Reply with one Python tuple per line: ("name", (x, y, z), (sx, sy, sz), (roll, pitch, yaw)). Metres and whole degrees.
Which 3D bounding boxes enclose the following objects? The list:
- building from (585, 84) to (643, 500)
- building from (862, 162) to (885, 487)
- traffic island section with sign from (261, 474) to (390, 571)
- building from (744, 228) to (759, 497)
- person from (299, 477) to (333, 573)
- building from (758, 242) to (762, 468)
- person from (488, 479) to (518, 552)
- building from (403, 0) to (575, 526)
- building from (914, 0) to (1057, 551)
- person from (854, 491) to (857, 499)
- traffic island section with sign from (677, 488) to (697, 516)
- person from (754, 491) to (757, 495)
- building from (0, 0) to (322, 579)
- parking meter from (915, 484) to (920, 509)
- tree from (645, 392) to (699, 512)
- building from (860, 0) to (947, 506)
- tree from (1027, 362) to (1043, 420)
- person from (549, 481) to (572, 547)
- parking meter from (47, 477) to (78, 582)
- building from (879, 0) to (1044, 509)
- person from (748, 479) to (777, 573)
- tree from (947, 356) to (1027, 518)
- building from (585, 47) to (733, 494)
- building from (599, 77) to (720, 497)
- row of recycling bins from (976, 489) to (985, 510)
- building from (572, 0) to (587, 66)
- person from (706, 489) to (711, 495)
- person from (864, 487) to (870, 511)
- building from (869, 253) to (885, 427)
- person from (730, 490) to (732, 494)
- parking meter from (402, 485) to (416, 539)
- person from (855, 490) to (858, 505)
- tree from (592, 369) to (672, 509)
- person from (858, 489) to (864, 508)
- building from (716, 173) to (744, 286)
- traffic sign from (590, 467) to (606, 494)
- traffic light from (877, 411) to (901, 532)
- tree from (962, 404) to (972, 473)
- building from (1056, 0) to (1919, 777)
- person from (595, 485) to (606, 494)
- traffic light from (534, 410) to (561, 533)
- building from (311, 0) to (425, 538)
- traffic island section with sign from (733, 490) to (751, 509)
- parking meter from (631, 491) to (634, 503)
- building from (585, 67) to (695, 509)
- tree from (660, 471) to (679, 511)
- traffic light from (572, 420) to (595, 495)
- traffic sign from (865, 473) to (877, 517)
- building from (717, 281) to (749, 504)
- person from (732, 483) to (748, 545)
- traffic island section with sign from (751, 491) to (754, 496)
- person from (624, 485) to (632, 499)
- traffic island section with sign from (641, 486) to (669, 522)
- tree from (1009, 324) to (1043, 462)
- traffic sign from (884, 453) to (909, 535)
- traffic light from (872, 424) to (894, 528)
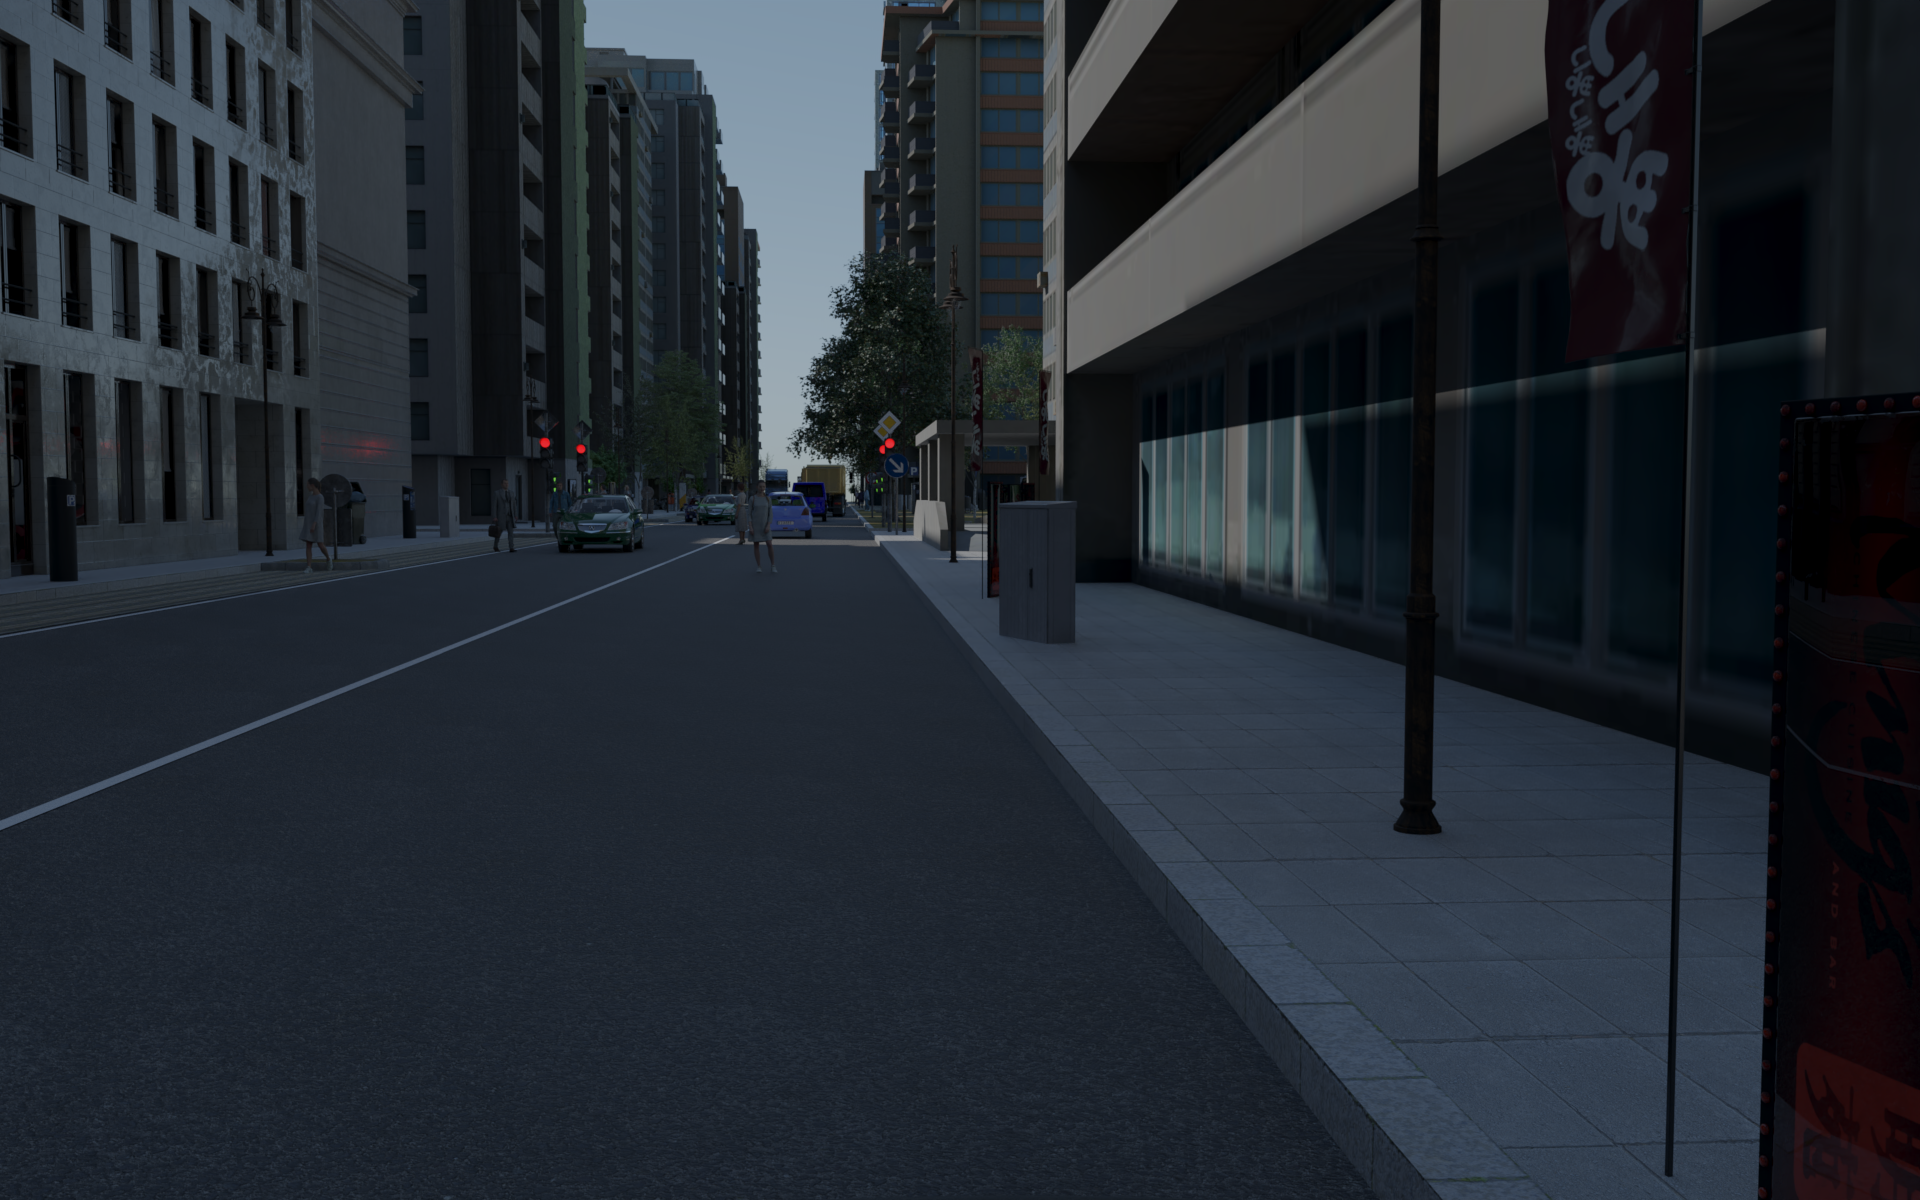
("building", (-30.448, -21.444, 122.308), (14.160, 30.474, 14.107), (0, 4, -4))
("building", (-6.028, -35.707, 233.921), (14.600, 45.320, 14.200), (0, 4, -4))
("traffic island section with sign", (-12.057, -1.498, 33.124), (1.989, 1.847, 2.006), (0, 4, -4))
("building", (-37.475, -35.194, 259.018), (14.154, 41.232, 14.086), (0, 4, -4))
("person", (-11.707, -1.358, 31.448), (0.466, 1.731, 0.760), (1, 4, 9))
("building", (-43.551, -38.272, 280.365), (22.147, 44.769, 28.867), (0, 4, -4))
("person", (-11.190, -2.076, 42.549), (0.694, 1.812, 0.767), (-3, 5, -41))
("building", (-24.712, -18.553, 75.038), (14.160, 30.474, 14.107), (0, 4, -4))
("building", (15.143, -21.648, 45.832), (32.217, 40.220, 23.993), (0, 4, -4))
("person", (-15.828, -15.774, 263.575), (0.705, 1.869, 1.348), (-2, 4, -33))
("traffic island section with sign", (-17.761, -6.510, 115.072), (1.989, 1.847, 2.006), (0, 4, -4))
("person", (-28.676, -14.537, 244.410), (1.217, 1.739, 0.721), (0, 4, -4))
("building", (-20.135, -10.898, 32.936), (10.420, 20.320, 16.860), (0, 4, -4))
("parking meter", (-2.256, -5.505, 95.719), (0.399, 1.863, 0.255), (2, 4, 25))
("tree", (-20.438, -10.630, 124.168), (4.737, 8.622, 4.395), (0, 3, 0))
("building", (-3.570, -57.667, 255.533), (22.319, 86.520, 31.000), (0, 4, -4))
("tree", (5.236, -9.045, 98.251), (4.737, 8.622, 4.395), (0, 3, 0))
("person", (-10.780, -2.320, 46.782), (0.601, 1.785, 0.444), (0, 4, 2))
("parking meter", (-13.191, -1.042, 25.453), (0.372, 1.533, 0.369), (0, 3, 0))
("building", (3.936, -30.714, 156.800), (22.147, 44.769, 28.867), (0, 4, -4))
("person", (-3.628, -1.352, 31.612), (0.512, 1.701, 0.522), (-1, 4, -17))
("tree", (0.686, -8.689, 92.423), (4.737, 8.622, 4.395), (0, 3, 0))
("building", (-38.044, -35.095, 193.418), (23.786, 49.044, 30.456), (0, 4, -4))
("building", (-31.561, -29.855, 171.728), (14.154, 41.232, 14.086), (0, 4, -4))
("row of recycling bins", (0.547, -7.883, 136.001), (3.534, 1.692, 1.069), (-3, 4, -38))
("building", (-29.526, -25.464, 99.935), (14.154, 41.232, 14.086), (0, 4, -4))
("person", (-23.892, -9.713, 165.528), (0.721, 1.739, 1.217), (2, 4, 30))
("person", (-7.002, -7.588, 130.373), (0.793, 1.790, 0.793), (3, 5, 40))
("building", (-3.987, -26.759, 209.203), (14.160, 30.474, 14.107), (0, 4, -4))
("person", (-28.599, -12.840, 216.111), (0.705, 1.807, 1.348), (-1, 4, -19))
("parking meter", (-15.918, -2.547, 50.051), (0.372, 1.533, 0.369), (0, 3, 0))
("person", (-11.618, -11.551, 195.837), (0.436, 1.711, 0.756), (-3, 5, -43))
("tree", (-19.051, -9.242, 101.474), (4.360, 8.622, 3.978), (0, 3, 0))
("person", (-8.997, -9.203, 157.427), (0.541, 1.710, 0.530), (0, 4, -5))
("building", (-37.739, -36.368, 244.724), (14.600, 45.320, 14.200), (0, 4, -4))
("traffic sign", (-17.152, -5.016, 82.111), (0.768, 2.556, 0.104), (0, 4, 0))
("traffic light", (-2.394, -4.252, 58.435), (0.839, 4.253, 0.868), (0, 4, -4))
("tree", (0.122, -10.508, 122.161), (4.360, 8.622, 3.978), (0, 3, 0))
("building", (12.773, -23.908, 14.600), (21.300, 48.544, 21.600), (0, 4, -4))
("person", (-18.699, -5.124, 90.186), (0.532, 1.782, 0.716), (-2, 4, -27))
("traffic light", (-13.727, -4.203, 57.633), (0.839, 4.253, 0.868), (0, 4, -4))
("building", (-28.699, -12.635, 48.383), (24.055, 21.916, 13.314), (0, 4, -4))
("traffic island section with sign", (-21.275, -9.598, 165.551), (1.989, 1.847, 2.006), (0, 4, -4))
("parking meter", (-20.428, -6.061, 107.502), (0.372, 1.533, 0.369), (0, 3, 0))
("building", (-39.909, -28.101, 151.332), (32.217, 40.220, 23.993), (0, 4, -4))
("tree", (-21.724, -8.332, 130.832), (1.663, 3.219, 1.824), (0, 3, 0))
("traffic light", (-14.281, -4.690, 65.599), (0.839, 4.253, 0.868), (0, 4, -4))
("traffic sign", (-4.834, -5.814, 95.170), (0.768, 2.556, 0.104), (0, 4, -1))
("building", (-35.784, -28.101, 231.152), (14.160, 30.474, 14.107), (0, 4, -4))
("person", (-6.284, -2.448, 49.098), (0.524, 1.755, 0.480), (1, 4, 15))
("traffic island section with sign", (-23.156, -11.242, 192.441), (1.989, 1.847, 2.006), (0, 4, -4))
("person", (-18.718, -5.598, 97.761), (0.537, 1.800, 0.526), (-2, 4, -35))
("traffic island section with sign", (-15.894, -4.866, 88.182), (1.989, 1.847, 2.006), (0, 4, -4))
("tree", (4.318, -11.071, 106.758), (9.928, 11.665, 9.643), (0, 3, 0))
("traffic sign", (-1.984, -3.313, 54.278), (0.768, 2.556, 0.104), (0, 4, 3))
("traffic light", (-2.948, -4.739, 66.401), (0.839, 4.253, 0.868), (0, 4, -4))
